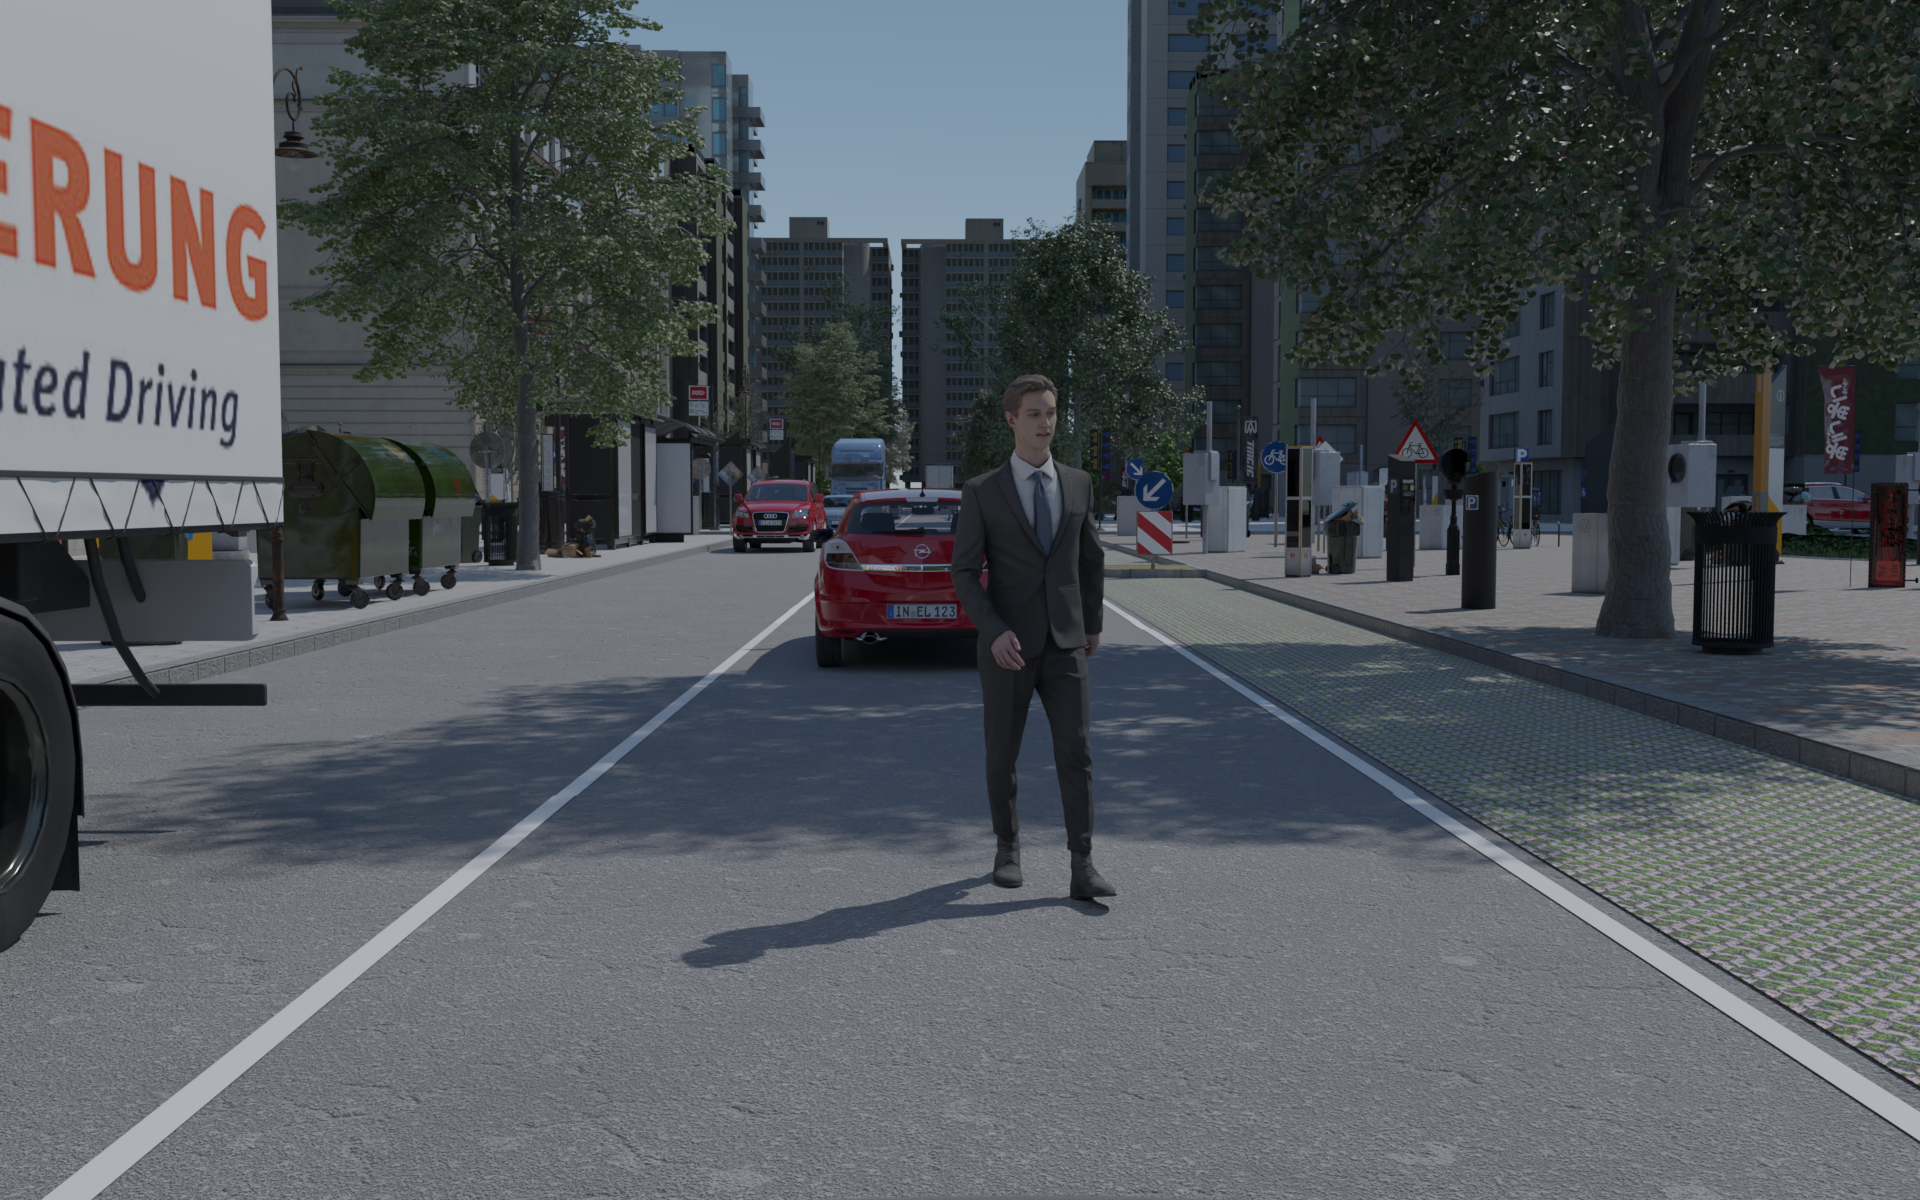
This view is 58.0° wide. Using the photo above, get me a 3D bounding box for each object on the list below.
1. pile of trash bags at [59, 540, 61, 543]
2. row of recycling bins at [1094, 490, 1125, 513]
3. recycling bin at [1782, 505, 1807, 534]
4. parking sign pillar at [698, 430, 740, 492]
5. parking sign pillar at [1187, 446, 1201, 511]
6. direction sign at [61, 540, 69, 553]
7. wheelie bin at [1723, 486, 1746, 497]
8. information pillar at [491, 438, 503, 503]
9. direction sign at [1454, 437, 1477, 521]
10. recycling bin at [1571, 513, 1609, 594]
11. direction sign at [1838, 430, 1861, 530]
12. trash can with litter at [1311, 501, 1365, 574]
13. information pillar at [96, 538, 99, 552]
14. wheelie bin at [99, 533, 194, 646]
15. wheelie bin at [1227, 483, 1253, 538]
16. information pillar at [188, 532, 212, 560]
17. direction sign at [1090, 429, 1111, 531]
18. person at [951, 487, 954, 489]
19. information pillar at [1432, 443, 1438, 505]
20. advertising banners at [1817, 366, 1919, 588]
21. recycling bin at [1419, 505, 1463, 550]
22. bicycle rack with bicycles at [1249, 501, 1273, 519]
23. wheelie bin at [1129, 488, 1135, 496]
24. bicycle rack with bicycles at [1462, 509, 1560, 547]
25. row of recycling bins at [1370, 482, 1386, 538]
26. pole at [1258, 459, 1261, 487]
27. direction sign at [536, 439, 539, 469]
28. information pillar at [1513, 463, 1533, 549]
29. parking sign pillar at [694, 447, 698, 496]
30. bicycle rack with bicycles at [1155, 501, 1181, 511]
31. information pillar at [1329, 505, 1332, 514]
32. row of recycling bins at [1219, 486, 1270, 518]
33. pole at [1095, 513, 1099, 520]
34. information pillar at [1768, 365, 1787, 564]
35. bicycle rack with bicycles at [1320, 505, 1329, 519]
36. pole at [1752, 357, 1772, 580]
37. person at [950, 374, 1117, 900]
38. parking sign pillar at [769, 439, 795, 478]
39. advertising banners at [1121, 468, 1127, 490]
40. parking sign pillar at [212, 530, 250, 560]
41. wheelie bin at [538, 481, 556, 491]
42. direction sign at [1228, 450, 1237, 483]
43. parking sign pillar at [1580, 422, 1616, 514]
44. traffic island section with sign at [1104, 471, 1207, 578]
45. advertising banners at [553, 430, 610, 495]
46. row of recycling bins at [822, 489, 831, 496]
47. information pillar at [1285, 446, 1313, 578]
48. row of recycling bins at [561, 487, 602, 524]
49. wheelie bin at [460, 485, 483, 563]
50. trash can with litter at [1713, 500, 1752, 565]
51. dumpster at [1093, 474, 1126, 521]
[{"bbox_3d":[-11.773,-0.693,21.078,1.912,1.369,3.447,0,4,-6],"label":"pile of trash bags"},{"bbox_3d":[9.613,-6.684,116.396,3.534,1.692,1.069,-2,4,-31],"label":"row of recycling bins"},{"bbox_3d":[19.398,-1.728,40.809,0.722,1.027,0.722,-1,4,-13],"label":"recycling bin"},{"bbox_3d":[-9.920,-5.156,72.771,1.447,3.967,1.447,-2,4,-35],"label":"parking sign pillar"},{"bbox_3d":[12.458,-6.288,91.288,1.447,3.967,1.447,-1,4,-11],"label":"parking sign pillar"},{"bbox_3d":[-9.674,-1.630,18.655,0.876,3.537,0.379,-1,4,-11],"label":"direction sign"},{"bbox_3d":[30.018,-3.620,67.097,0.693,1.594,0.980,-2,4,-33],"label":"wheelie bin"},{"bbox_3d":[-18.894,-4.855,70.733,0.504,3.616,0.183,0,4,-5],"label":"information pillar"},{"bbox_3d":[19.943,-4.677,68.464,0.876,3.537,0.379,1,4,8],"label":"direction sign"},{"bbox_3d":[8.443,-0.609,22.516,0.722,1.027,0.722,3,5,44],"label":"recycling bin"},{"bbox_3d":[31.539,-4.262,61.684,0.876,3.537,0.379,1,4,13],"label":"direction sign"},{"bbox_3d":[5.919,-1.007,27.852,1.055,1.170,0.624,0,4,-3],"label":"trash can with litter"},{"bbox_3d":[-17.218,-2.653,34.730,0.183,3.616,0.504,2,4,24],"label":"information pillar"},{"bbox_3d":[-7.027,-0.425,14.863,0.980,1.594,0.693,-1,4,-14],"label":"wheelie bin"},{"bbox_3d":[8.134,-2.641,51.095,0.980,1.594,0.693,-1,4,-22],"label":"wheelie bin"},{"bbox_3d":[-7.500,-1.557,16.806,0.183,3.616,0.504,2,4,28],"label":"information pillar"},{"bbox_3d":[4.879,-4.178,60.312,0.876,3.537,0.379,3,5,41],"label":"direction sign"},{"bbox_3d":[-0.416,-5.126,92.411,0.767,1.812,0.694,2,4,28],"label":"person"},{"bbox_3d":[21.873,-5.406,79.736,0.183,3.616,0.504,0,4,-6],"label":"information pillar"},{"bbox_3d":[12.736,-1.680,23.656,2.074,3.025,0.090,0,4,4],"label":"advertising banners"},{"bbox_3d":[11.138,-1.685,40.111,0.722,1.027,0.722,-2,4,-35],"label":"recycling bin"},{"bbox_3d":[14.672,-4.586,88.366,2.925,0.926,2.852,-1,4,-21],"label":"bicycle rack with bicycles"},{"bbox_3d":[9.264,-5.167,92.388,0.980,1.594,0.693,2,4,34],"label":"wheelie bin"},{"bbox_3d":[13.540,-1.802,42.844,2.852,0.926,2.925,0,4,-2],"label":"bicycle rack with bicycles"},{"bbox_3d":[12.846,-2.772,52.439,1.069,1.692,3.534,1,4,12],"label":"row of recycling bins"},{"bbox_3d":[17.278,-6.489,99.944,0.158,3.312,0.155,0,3,0],"label":"pole"},{"bbox_3d":[-17.644,-4.905,72.197,0.379,3.537,0.876,-1,4,-22],"label":"direction sign"},{"bbox_3d":[13.173,-2.206,40.555,0.304,2.012,0.304,-1,4,-14],"label":"information pillar"},{"bbox_3d":[-14.477,-6.747,98.782,1.447,3.967,1.447,0,4,-7],"label":"parking sign pillar"},{"bbox_3d":[12.779,-5.493,103.187,2.925,0.926,2.852,0,4,5],"label":"bicycle rack with bicycles"},{"bbox_3d":[14.378,-3.799,66.598,0.304,2.012,0.304,1,4,19],"label":"information pillar"},{"bbox_3d":[15.065,-5.285,93.524,3.534,1.692,1.069,-1,4,-22],"label":"row of recycling bins"},{"bbox_3d":[6.731,-5.584,85.134,0.158,3.312,0.155,0,3,0],"label":"pole"},{"bbox_3d":[14.805,-2.455,31.501,0.504,3.616,0.183,-2,4,-29],"label":"information pillar"},{"bbox_3d":[17.936,-4.461,86.321,2.925,0.926,2.852,-3,5,-43],"label":"bicycle rack with bicycles"},{"bbox_3d":[11.940,-1.955,25.811,0.158,3.312,0.155,0,3,0],"label":"pole"},{"bbox_3d":[0.303,0.128,6.187,0.659,1.850,0.755,-1,4,-16],"label":"person"},{"bbox_3d":[-8.806,-5.952,85.793,1.447,3.967,1.447,2,4,34],"label":"parking sign pillar"},{"bbox_3d":[10.094,-7.207,114.029,2.074,3.025,0.090,-1,4,-10],"label":"advertising banners"},{"bbox_3d":[-14.544,-2.751,33.454,1.447,3.967,1.447,0,4,-1],"label":"parking sign pillar"},{"bbox_3d":[-10.442,-2.170,43.385,0.693,1.594,0.980,0,4,1],"label":"wheelie bin"},{"bbox_3d":[14.214,-6.003,90.149,0.876,3.537,0.379,-3,5,-43],"label":"direction sign"},{"bbox_3d":[22.893,-4.489,61.869,1.447,3.967,1.447,-1,4,-9],"label":"parking sign pillar"},{"bbox_3d":[3.189,-1.324,30.283,1.989,1.847,2.006,0,4,-1],"label":"traffic island section with sign"},{"bbox_3d":[-10.104,-3.096,46.807,2.074,3.025,0.090,1,4,21],"label":"advertising banners"},{"bbox_3d":[-9.446,-6.807,118.409,3.534,1.692,1.069,3,5,45],"label":"row of recycling bins"},{"bbox_3d":[5.220,-1.358,26.694,0.304,2.012,0.304,-3,5,-43],"label":"information pillar"},{"bbox_3d":[-16.793,-4.201,75.798,3.534,1.692,1.069,-1,4,-21],"label":"row of recycling bins"},{"bbox_3d":[-9.321,-1.489,32.255,0.980,1.594,0.693,2,4,28],"label":"wheelie bin"},{"bbox_3d":[13.901,-1.220,31.328,0.624,1.170,1.055,0,4,-3],"label":"trash can with litter"},{"bbox_3d":[7.155,-4.959,83.578,1.502,2.255,1.985,0,4,-1],"label":"dumpster"}]
